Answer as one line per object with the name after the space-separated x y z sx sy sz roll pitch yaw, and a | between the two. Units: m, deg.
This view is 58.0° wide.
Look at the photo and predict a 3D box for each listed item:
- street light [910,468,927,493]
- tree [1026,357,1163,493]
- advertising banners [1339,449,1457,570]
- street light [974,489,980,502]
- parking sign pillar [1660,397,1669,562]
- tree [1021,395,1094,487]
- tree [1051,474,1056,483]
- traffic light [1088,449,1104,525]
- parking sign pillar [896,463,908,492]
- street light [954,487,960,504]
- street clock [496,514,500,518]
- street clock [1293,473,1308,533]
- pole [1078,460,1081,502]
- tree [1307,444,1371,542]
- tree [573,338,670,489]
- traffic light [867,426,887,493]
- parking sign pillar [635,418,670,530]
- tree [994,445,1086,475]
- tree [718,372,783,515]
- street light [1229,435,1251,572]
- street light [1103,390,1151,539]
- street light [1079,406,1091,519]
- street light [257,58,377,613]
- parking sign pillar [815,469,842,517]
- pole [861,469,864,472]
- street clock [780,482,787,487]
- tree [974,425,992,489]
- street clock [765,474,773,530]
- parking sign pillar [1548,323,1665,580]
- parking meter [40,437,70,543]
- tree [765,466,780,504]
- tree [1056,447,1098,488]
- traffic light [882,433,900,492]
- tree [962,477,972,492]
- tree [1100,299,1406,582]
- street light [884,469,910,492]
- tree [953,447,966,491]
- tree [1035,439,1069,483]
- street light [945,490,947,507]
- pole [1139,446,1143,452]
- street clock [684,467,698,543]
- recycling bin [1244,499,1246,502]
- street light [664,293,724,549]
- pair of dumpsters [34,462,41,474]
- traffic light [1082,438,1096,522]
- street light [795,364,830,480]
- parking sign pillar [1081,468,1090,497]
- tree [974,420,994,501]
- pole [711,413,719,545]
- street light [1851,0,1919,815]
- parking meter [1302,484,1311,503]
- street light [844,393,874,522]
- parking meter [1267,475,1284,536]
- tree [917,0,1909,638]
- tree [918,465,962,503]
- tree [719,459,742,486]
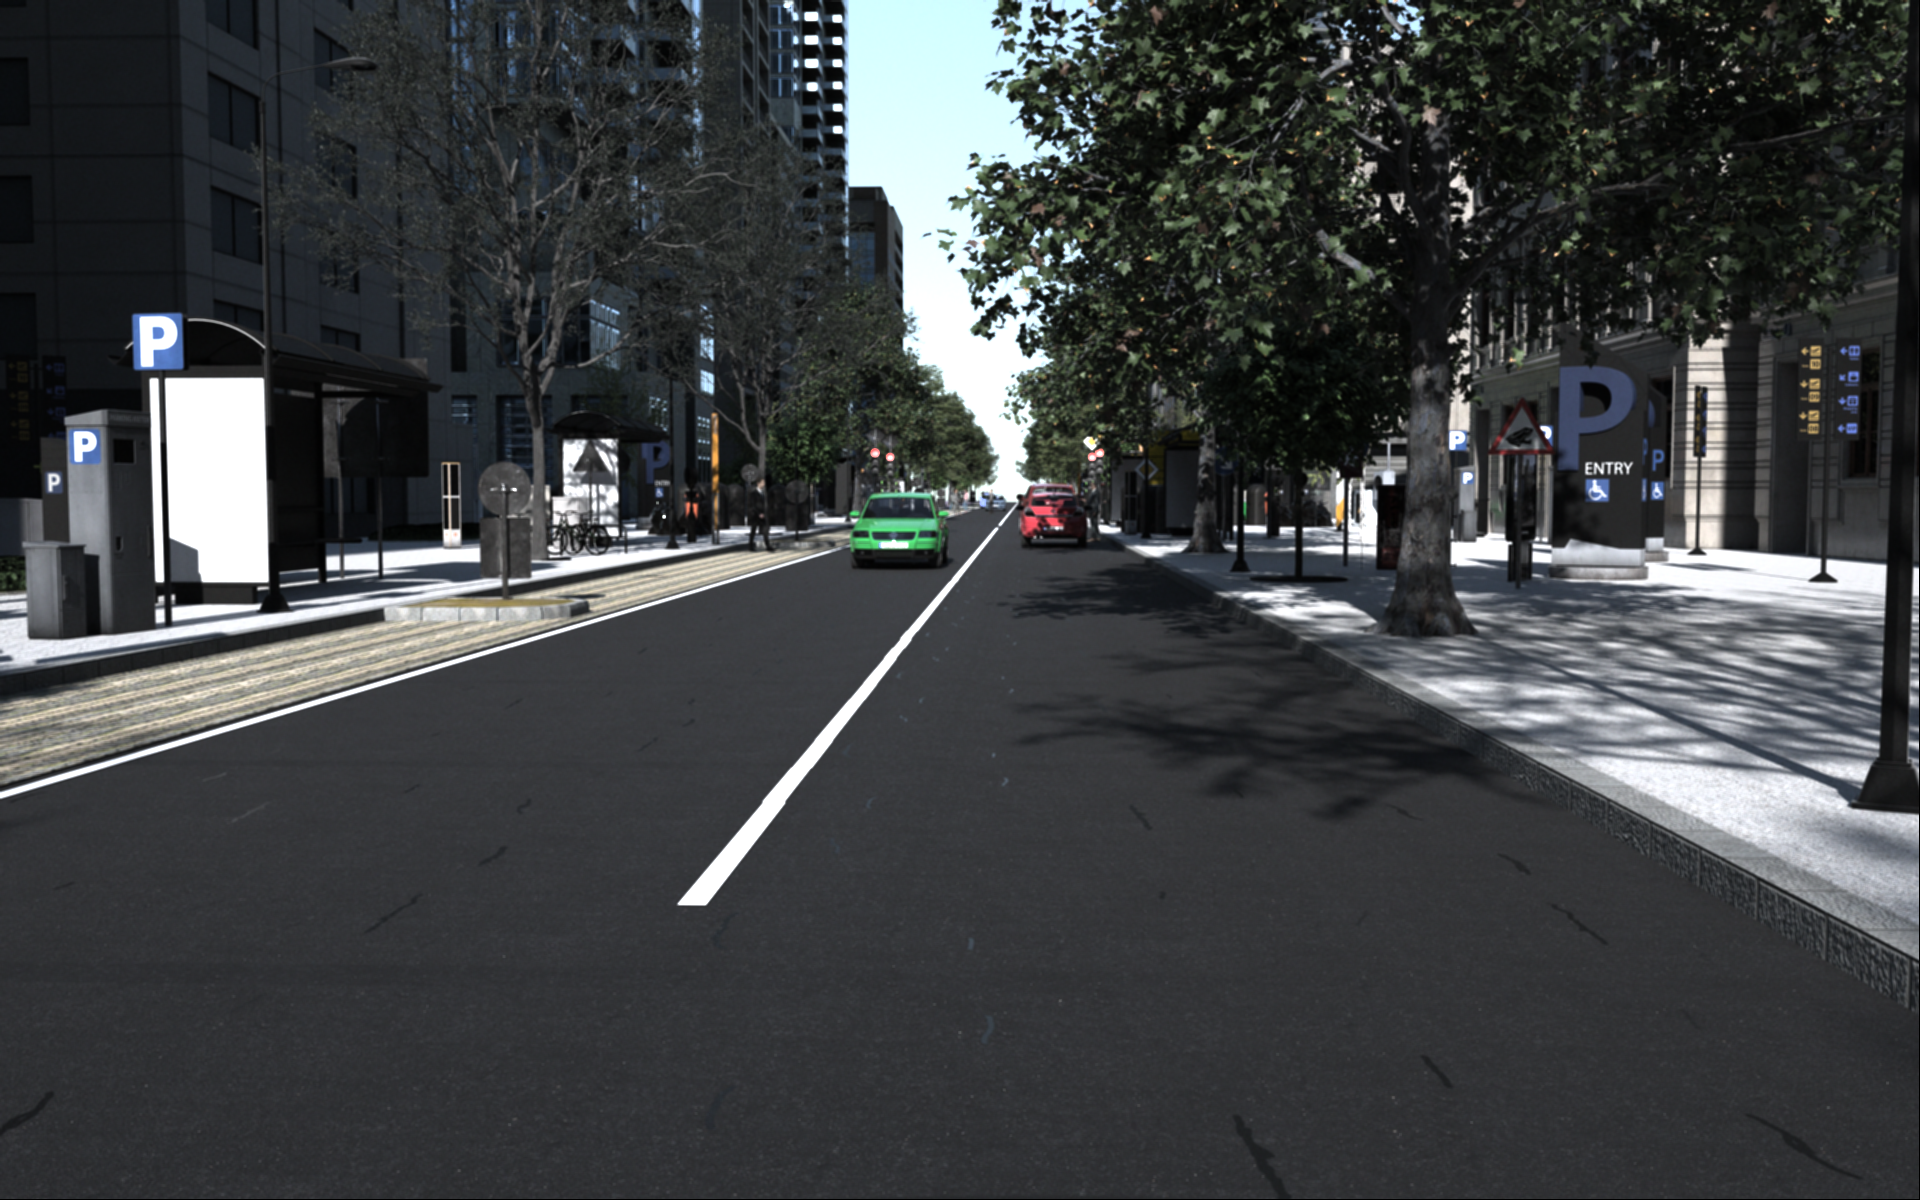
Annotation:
-3.034 -9.218 123.253 1.470 5.913 1.316 0 4 2 | street light
7.748 -10.854 95.590 7.486 12.596 7.792 0 3 0 | tree
7.340 -2.024 29.287 2.074 3.025 0.090 1 4 9 | advertising banners
2.166 -17.715 262.183 1.470 5.913 1.316 0 4 2 | street light
12.857 -2.736 33.205 1.447 3.967 1.447 -2 4 -28 | parking sign pillar
7.906 -11.729 126.177 7.601 10.594 8.767 -2 4 -24 | tree
11.276 -12.254 184.069 4.285 4.588 4.351 0 3 0 | tree
5.730 -5.051 71.497 0.839 4.253 0.868 0 4 2 | traffic light
-4.661 -8.830 132.845 1.447 3.967 1.447 -1 4 -22 | parking sign pillar
-0.997 -12.566 177.991 1.470 5.913 1.316 0 4 2 | street light
-15.692 -3.330 59.021 0.471 2.002 0.358 -3 4 -38 | street clock
11.126 -3.187 56.684 0.471 2.002 0.358 0 4 6 | street clock
6.983 -6.582 101.458 0.158 3.312 0.155 0 3 0 | pole
10.584 -5.875 46.417 4.737 8.622 4.395 0 3 0 | tree
-16.225 -8.087 82.579 4.737 8.622 4.395 0 3 0 | tree
-3.475 -5.071 71.825 0.839 4.253 0.868 0 4 2 | traffic light
-10.892 -4.493 61.938 1.447 3.967 1.447 3 5 42 | parking sign pillar
13.370 -20.182 240.342 12.009 13.543 11.850 0 3 0 | tree
-12.801 -9.498 105.646 4.737 8.622 4.395 0 3 0 | tree
4.084 -3.418 28.432 1.470 5.913 1.316 0 4 2 | street light
4.842 -4.732 49.913 1.470 5.913 1.316 0 4 2 | street light
5.506 -6.046 71.398 1.470 5.913 1.316 0 4 2 | street light
-6.905 -2.818 18.619 1.470 5.913 1.316 0 4 2 | street light
-7.311 -6.631 96.895 1.447 3.967 1.447 -1 4 -16 | parking sign pillar
-7.754 -8.833 138.262 0.158 3.312 0.155 0 3 0 | pole
-8.406 -4.834 83.613 0.471 2.002 0.358 1 4 13 | street clock
0.633 -20.414 251.897 7.486 12.596 7.792 0 3 0 | tree
-6.881 -3.484 61.533 0.358 2.002 0.471 2 4 30 | street clock
9.754 -2.318 26.373 1.447 3.967 1.447 2 4 32 | parking sign pillar
-9.229 -0.745 17.885 0.399 1.863 0.255 1 4 18 | parking meter
-12.923 -7.522 117.586 1.663 3.219 1.824 0 3 0 | tree
7.780 -6.157 84.378 4.285 4.588 4.351 0 3 0 | tree
-3.176 -5.559 79.805 0.839 4.253 0.868 0 4 2 | traffic light
0.129 -15.140 231.259 4.285 4.588 4.351 0 3 0 | tree
5.009 -2.573 25.775 4.285 4.588 4.351 0 3 0 | tree
-3.856 -7.904 101.774 1.470 5.913 1.316 0 4 2 | street light
-0.664 -15.891 210.182 4.737 8.622 4.395 0 3 0 | tree
9.750 -13.457 170.392 4.737 8.622 4.395 0 3 0 | tree
-1.735 -11.236 156.253 1.470 5.913 1.316 0 4 2 | street light
7.498 -4.764 71.728 0.158 3.312 0.155 0 3 0 | pole
-7.082 -2.514 45.668 0.358 2.002 0.471 -2 4 -29 | street clock
15.461 -4.877 92.293 0.722 1.027 0.722 -3 5 -43 | recycling bin
-6.148 -4.132 40.100 1.470 5.913 1.316 0 4 2 | street light
-10.614 -1.278 23.385 1.574 2.255 4.437 0 4 2 | pair of dumpsters
6.030 -5.539 79.477 0.839 4.253 0.868 0 4 2 | traffic light
-5.321 -5.469 61.967 1.470 5.913 1.316 0 4 2 | street light
10.032 -8.976 135.229 1.447 3.967 1.447 -3 5 -39 | parking sign pillar
1.167 -21.947 269.194 12.009 13.543 11.850 0 3 0 | tree
-6.190 -3.054 43.781 0.158 3.312 0.155 0 3 0 | pole
3.284 -2.105 6.952 1.470 5.913 1.316 0 4 2 | street light
17.800 -5.091 88.950 0.399 1.863 0.255 1 4 19 | parking meter
-4.634 -6.566 79.890 1.470 5.913 1.316 0 4 2 | street light
9.536 -2.872 52.672 0.255 1.863 0.399 -1 4 -22 | parking meter
4.390 -6.034 15.672 9.611 12.733 9.660 0 3 0 | tree
-2.486 -11.511 171.922 4.285 4.588 4.351 0 3 0 | tree
-13.066 -6.139 94.975 1.663 3.219 1.824 0 3 0 | tree
